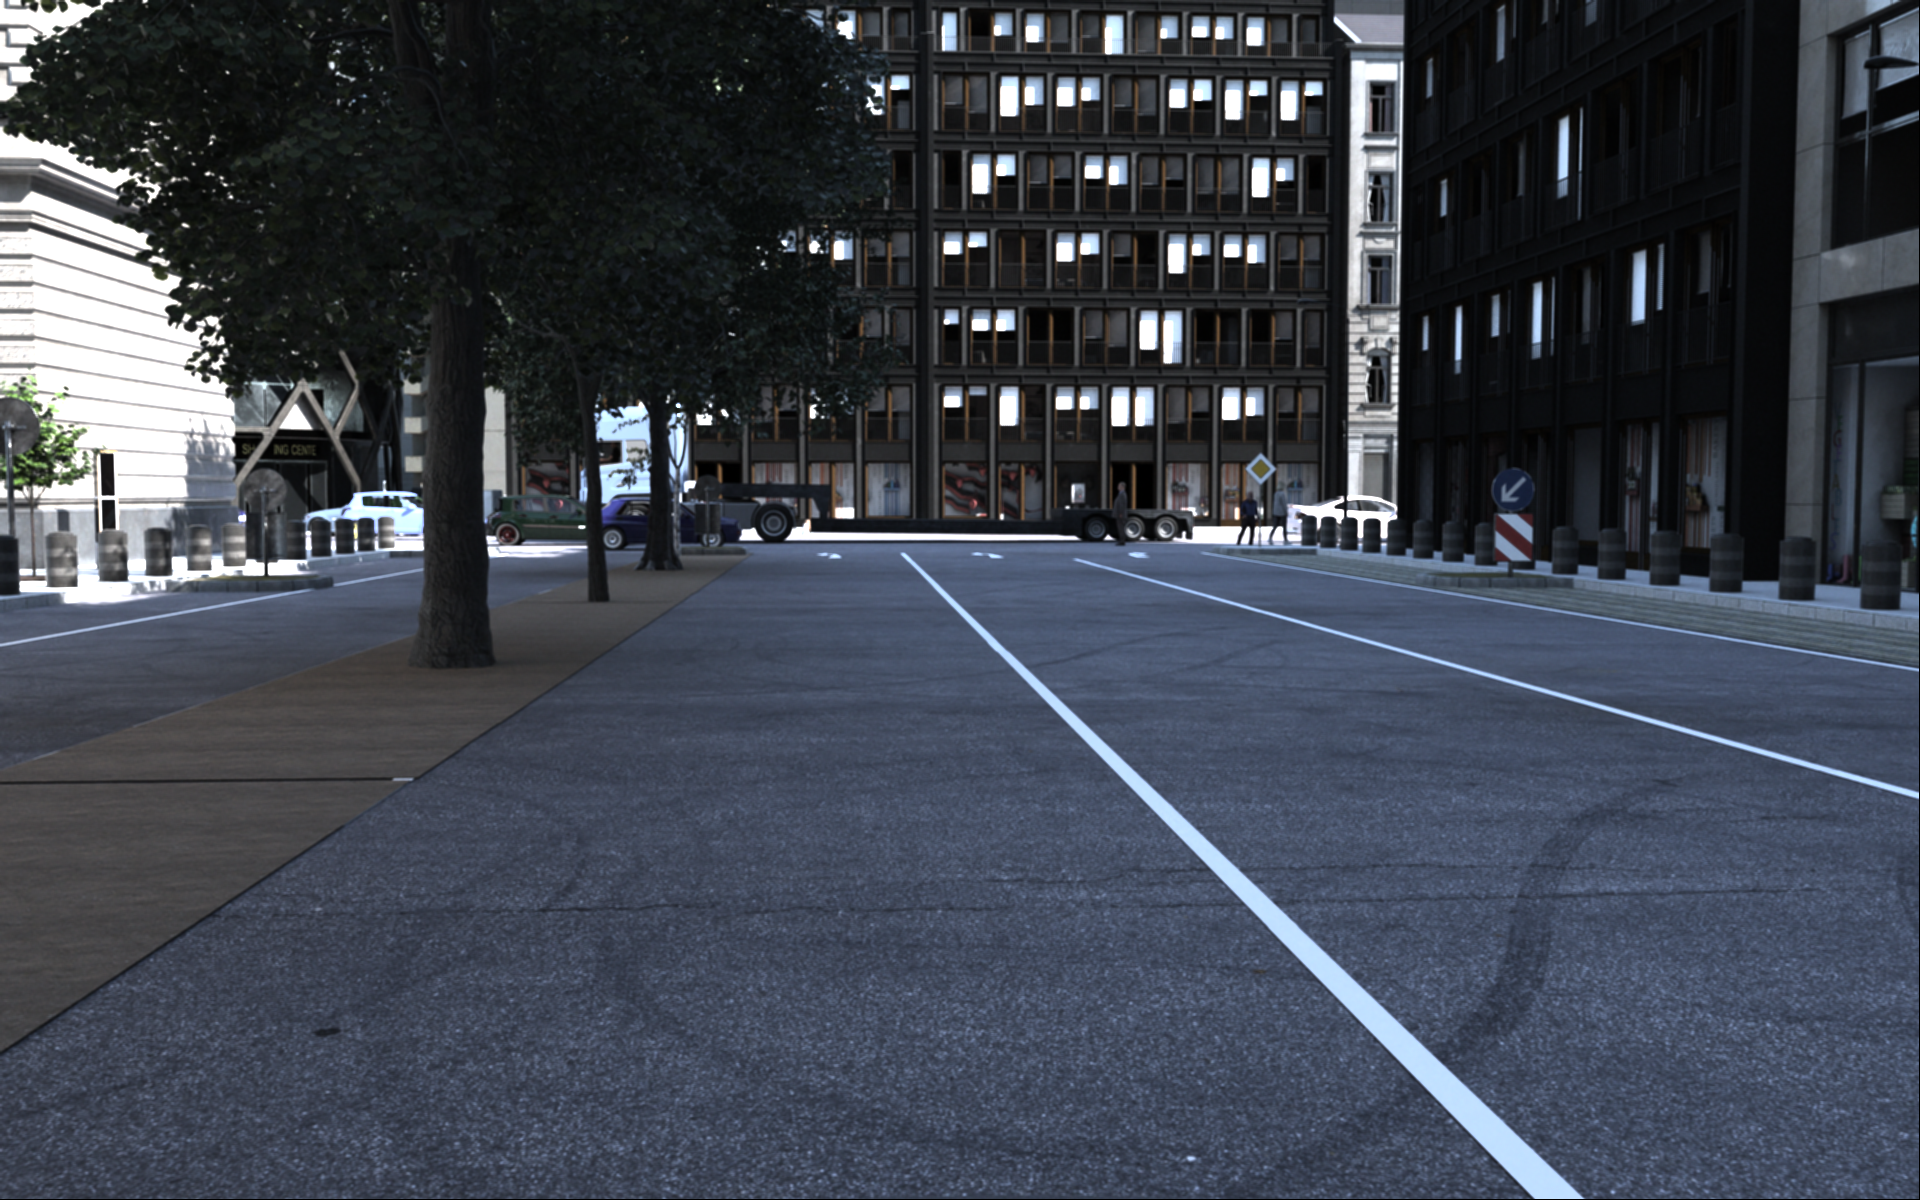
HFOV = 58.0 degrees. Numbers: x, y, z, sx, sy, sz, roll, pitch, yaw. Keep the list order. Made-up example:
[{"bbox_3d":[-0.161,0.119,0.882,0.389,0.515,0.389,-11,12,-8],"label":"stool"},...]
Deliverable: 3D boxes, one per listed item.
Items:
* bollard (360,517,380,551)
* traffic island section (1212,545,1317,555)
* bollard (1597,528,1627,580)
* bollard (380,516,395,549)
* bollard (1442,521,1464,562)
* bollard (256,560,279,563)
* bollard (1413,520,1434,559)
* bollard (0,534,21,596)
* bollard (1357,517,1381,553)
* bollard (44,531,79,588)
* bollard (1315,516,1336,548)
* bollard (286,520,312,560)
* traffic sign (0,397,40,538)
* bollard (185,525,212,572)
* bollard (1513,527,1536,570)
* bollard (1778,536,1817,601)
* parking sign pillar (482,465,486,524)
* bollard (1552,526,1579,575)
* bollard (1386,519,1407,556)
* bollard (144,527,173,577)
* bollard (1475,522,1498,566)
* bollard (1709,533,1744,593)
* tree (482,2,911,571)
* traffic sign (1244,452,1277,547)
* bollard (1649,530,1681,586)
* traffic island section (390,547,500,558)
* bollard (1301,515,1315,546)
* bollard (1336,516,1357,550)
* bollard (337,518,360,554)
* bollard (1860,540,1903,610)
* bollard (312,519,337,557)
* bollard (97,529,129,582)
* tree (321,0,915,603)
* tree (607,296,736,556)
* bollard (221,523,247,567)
[{"bbox_3d":[-13.348,-1.480,38.917,0.404,0.777,0.398,0,3,0],"label":"bollard"},{"bbox_3d":[7.268,-1.200,41.897,2.009,0.180,2.903,0,4,-4],"label":"traffic island section"},{"bbox_3d":[9.817,-0.695,26.076,0.404,0.777,0.398,0,3,0],"label":"bollard"},{"bbox_3d":[-13.455,-1.584,40.607,0.404,0.777,0.398,0,3,0],"label":"bollard"},{"bbox_3d":[9.357,-1.109,32.845,0.404,0.777,0.398,0,3,0],"label":"bollard"},{"bbox_3d":[-12.884,-1.068,32.182,0.404,0.777,0.398,0,3,0],"label":"bollard"},{"bbox_3d":[9.242,-1.212,34.526,0.404,0.777,0.398,0,3,0],"label":"bollard"},{"bbox_3d":[-12.197,-0.448,22.049,0.404,0.777,0.398,0,3,0],"label":"bollard"},{"bbox_3d":[9.013,-1.418,37.903,0.404,0.777,0.398,0,3,0],"label":"bollard"},{"bbox_3d":[-12.311,-0.551,23.731,0.404,0.777,0.398,0,3,0],"label":"bollard"},{"bbox_3d":[8.785,-1.625,41.278,0.404,0.777,0.398,0,3,0],"label":"bollard"},{"bbox_3d":[-13.000,-1.171,33.870,0.404,0.777,0.398,0,3,0],"label":"bollard"},{"bbox_3d":[-12.469,-1.385,22.747,0.768,2.556,0.104,0,4,-2],"label":"traffic sign"},{"bbox_3d":[-12.650,-0.861,28.787,0.404,0.777,0.398,0,3,0],"label":"bollard"},{"bbox_3d":[9.589,-0.902,29.472,0.404,0.777,0.398,0,3,0],"label":"bollard"},{"bbox_3d":[10.163,-0.385,21.018,0.404,0.777,0.398,0,3,0],"label":"bollard"},{"bbox_3d":[-19.081,-4.795,66.870,1.447,3.967,1.447,1,4,19],"label":"parking sign pillar"},{"bbox_3d":[9.702,-0.798,27.759,0.404,0.777,0.398,0,3,0],"label":"bollard"},{"bbox_3d":[9.129,-1.315,36.221,0.404,0.777,0.398,0,3,0],"label":"bollard"},{"bbox_3d":[-12.540,-0.757,27.099,0.404,0.777,0.398,0,3,0],"label":"bollard"},{"bbox_3d":[9.472,-1.006,31.162,0.404,0.777,0.398,0,3,0],"label":"bollard"},{"bbox_3d":[10.049,-0.489,22.710,0.404,0.777,0.398,0,3,0],"label":"bollard"},{"bbox_3d":[-5.666,-6.909,32.429,9.611,12.733,9.660,0,3,0],"label":"tree"},{"bbox_3d":[7.245,-2.335,41.818,0.795,2.450,0.064,0,4,-4],"label":"traffic sign"},{"bbox_3d":[9.932,-0.592,24.392,0.404,0.777,0.398,0,3,0],"label":"bollard"},{"bbox_3d":[-11.979,-1.120,40.598,2.009,0.180,2.903,0,4,-4],"label":"traffic island section"},{"bbox_3d":[8.673,-1.728,42.970,0.404,0.777,0.398,0,3,0],"label":"bollard"},{"bbox_3d":[8.899,-1.521,39.585,0.404,0.777,0.398,0,3,0],"label":"bollard"},{"bbox_3d":[-13.225,-1.377,37.236,0.404,0.777,0.398,0,3,0],"label":"bollard"},{"bbox_3d":[10.279,-0.282,19.326,0.404,0.777,0.398,0,3,0],"label":"bollard"},{"bbox_3d":[-13.116,-1.274,35.554,0.404,0.777,0.398,0,3,0],"label":"bollard"},{"bbox_3d":[-12.426,-0.654,25.412,0.404,0.777,0.398,0,3,0],"label":"bollard"},{"bbox_3d":[-4.799,-5.270,23.030,8.767,10.594,7.601,0,4,-4],"label":"tree"},{"bbox_3d":[-6.499,-5.307,39.586,4.360,8.622,3.978,0,3,0],"label":"tree"},{"bbox_3d":[-12.773,-0.964,30.474,0.404,0.777,0.398,0,3,0],"label":"bollard"}]
